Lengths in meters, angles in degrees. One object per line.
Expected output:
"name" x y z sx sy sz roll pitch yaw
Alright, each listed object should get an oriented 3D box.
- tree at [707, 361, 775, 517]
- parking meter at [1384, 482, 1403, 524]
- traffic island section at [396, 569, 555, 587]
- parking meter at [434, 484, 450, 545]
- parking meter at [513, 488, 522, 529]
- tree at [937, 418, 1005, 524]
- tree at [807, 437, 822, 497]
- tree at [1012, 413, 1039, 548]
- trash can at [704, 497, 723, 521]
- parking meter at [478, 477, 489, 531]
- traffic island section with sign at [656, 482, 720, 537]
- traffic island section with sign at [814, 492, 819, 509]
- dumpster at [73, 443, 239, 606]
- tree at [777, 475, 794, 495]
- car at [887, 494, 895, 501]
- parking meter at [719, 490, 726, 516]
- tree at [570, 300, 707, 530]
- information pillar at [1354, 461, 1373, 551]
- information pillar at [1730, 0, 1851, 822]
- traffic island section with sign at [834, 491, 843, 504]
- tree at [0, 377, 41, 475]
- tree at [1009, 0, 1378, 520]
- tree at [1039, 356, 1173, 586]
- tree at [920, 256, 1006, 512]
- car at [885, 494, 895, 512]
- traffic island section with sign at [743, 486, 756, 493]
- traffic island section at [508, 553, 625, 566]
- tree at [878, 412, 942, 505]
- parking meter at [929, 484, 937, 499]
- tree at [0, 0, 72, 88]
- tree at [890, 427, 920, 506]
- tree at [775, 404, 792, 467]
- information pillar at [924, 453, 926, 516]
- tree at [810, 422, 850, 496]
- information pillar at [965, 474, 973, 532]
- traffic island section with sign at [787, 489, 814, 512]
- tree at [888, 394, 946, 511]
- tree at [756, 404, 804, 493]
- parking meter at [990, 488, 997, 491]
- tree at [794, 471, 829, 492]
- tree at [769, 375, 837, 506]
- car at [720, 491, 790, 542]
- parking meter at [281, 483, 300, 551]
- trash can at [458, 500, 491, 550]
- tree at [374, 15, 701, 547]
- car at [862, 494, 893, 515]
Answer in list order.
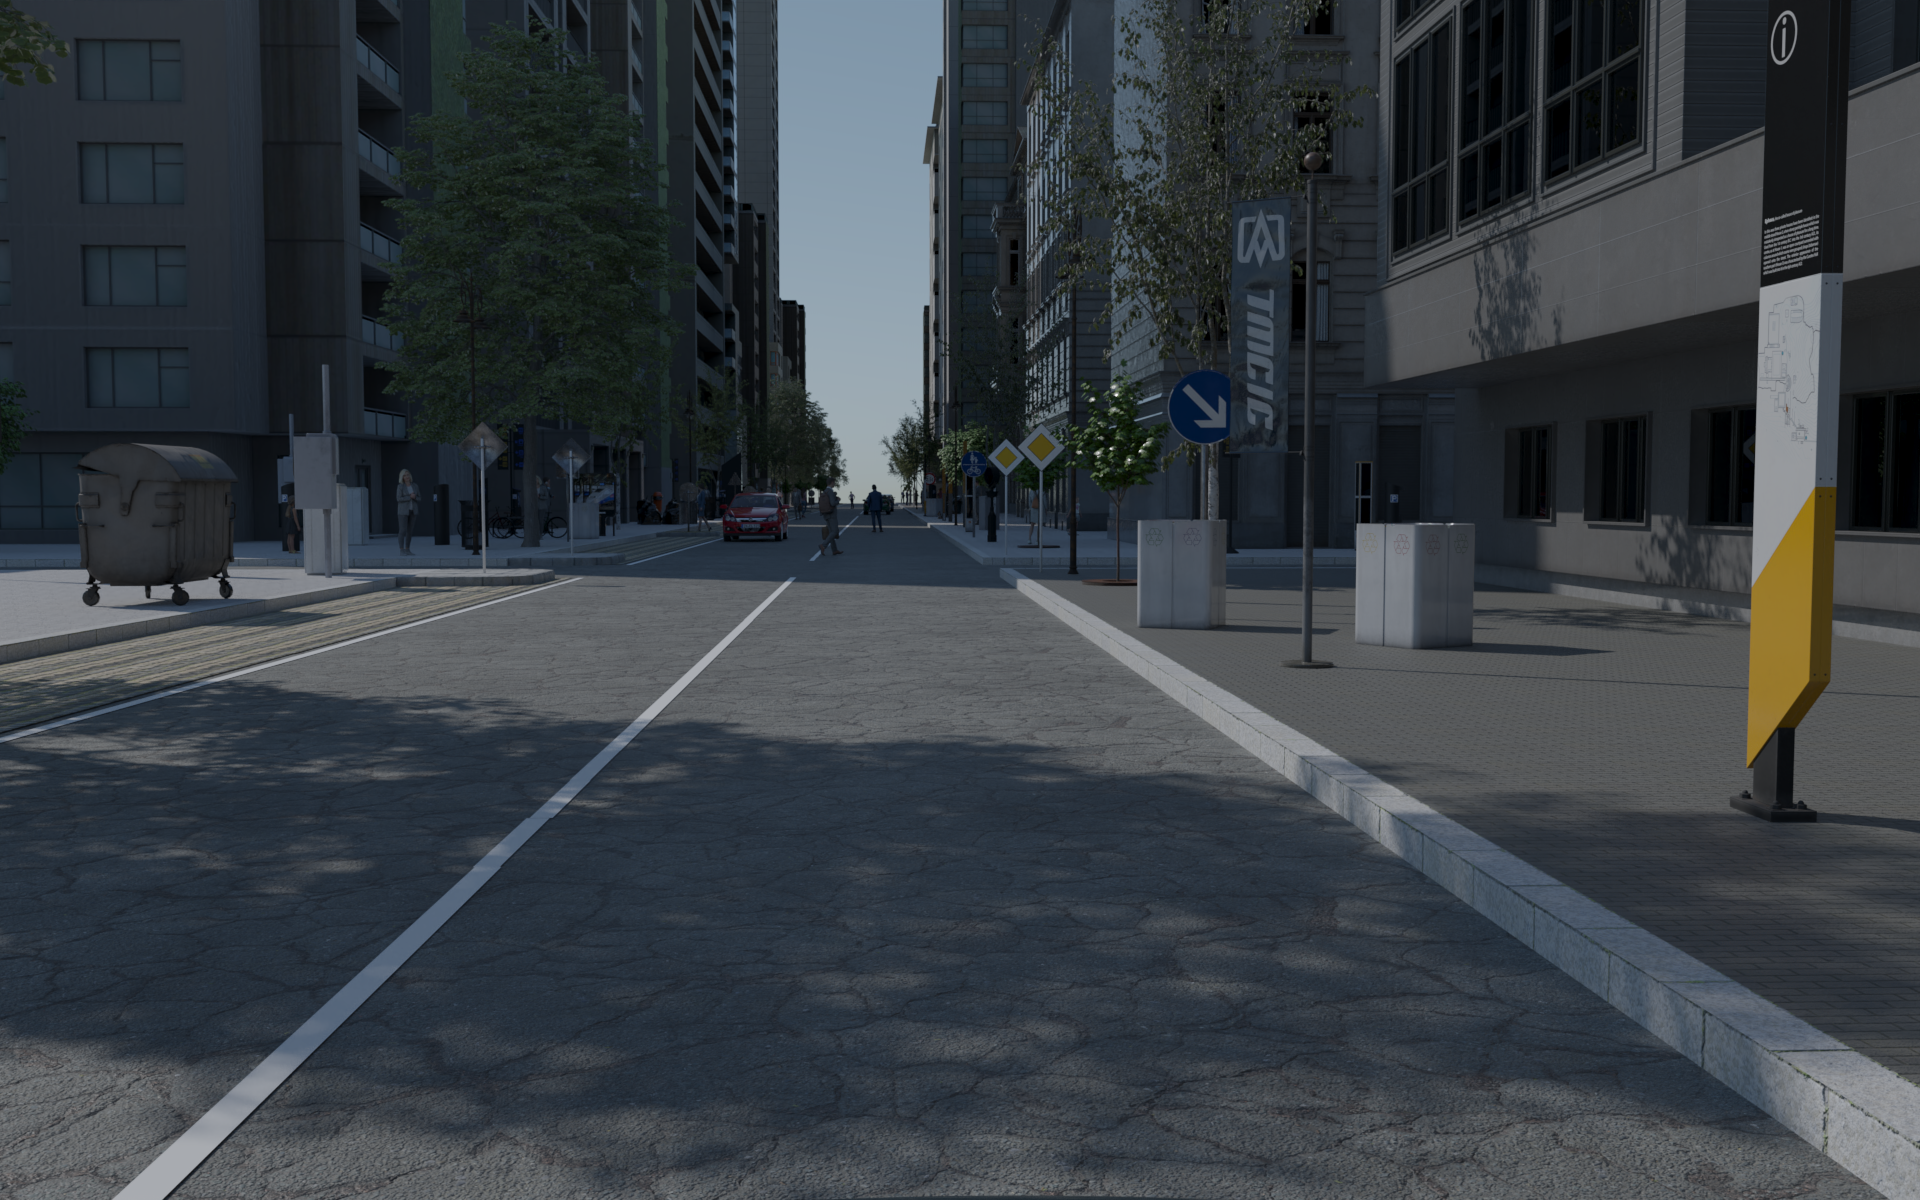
"tree" -13.574 -8.866 95.323 4.737 8.622 4.395 0 3 0
"parking meter" 9.228 -1.742 36.895 0.372 1.533 0.369 0 3 0
"traffic island section" -7.756 -0.357 28.111 2.009 0.180 2.903 0 4 -3
"parking meter" -13.033 -2.149 43.553 0.372 1.533 0.369 0 3 0
"parking meter" -16.177 -3.347 63.141 0.372 1.533 0.369 0 3 0
"tree" 0.637 -5.578 74.922 4.285 4.588 4.351 0 3 0
"tree" -18.744 -16.174 214.808 4.737 8.622 4.395 0 3 0
"tree" 1.811 -2.865 41.442 1.663 3.219 1.824 0 3 0
"trash can" -12.184 -4.434 84.157 0.748 1.137 0.748 0 3 0
"parking meter" -16.760 -3.368 60.777 0.399 1.863 0.255 -1 4 -19
"traffic island section with sign" -9.133 -3.044 58.398 1.989 1.847 2.006 0 4 -3
"traffic island section with sign" -13.857 -9.410 162.475 1.989 1.847 2.006 0 4 -3
"dumpster" -9.488 -0.901 20.493 1.264 1.857 1.865 0 4 -3
"tree" -17.144 -10.805 171.258 1.663 3.219 1.824 0 3 0
"car" -9.301 -12.985 222.093 2.009 1.686 4.222 0 4 -1
"parking meter" -14.210 -5.822 103.601 0.372 1.533 0.369 0 3 0
"tree" -12.066 -6.832 62.073 4.737 8.622 4.395 0 3 0
"information pillar" 9.109 -2.117 39.110 0.304 2.012 0.304 0 4 -7
"information pillar" 3.255 -0.941 6.745 0.183 3.616 0.504 0 4 -2
"traffic island section with sign" -17.619 -14.484 245.435 1.989 1.847 2.006 0 4 -3
"tree" -21.731 -3.291 37.519 4.285 4.588 4.351 0 3 0
"tree" 2.754 -4.276 20.279 4.360 8.622 3.978 0 3 0
"tree" 2.316 -1.823 24.412 1.663 3.219 1.824 0 3 0
"tree" 1.292 -6.379 54.661 4.360 8.622 3.978 0 3 0
"car" -6.321 -7.956 142.076 2.014 1.417 4.499 0 4 -4
"traffic island section with sign" -10.384 -4.726 85.897 1.989 1.847 2.006 0 4 -3
"traffic island section" -8.117 -0.844 36.088 2.009 0.180 2.903 0 4 -3
"tree" -5.282 -16.057 196.935 7.601 10.594 8.767 1 4 21
"parking meter" -1.564 -5.739 99.540 0.399 1.863 0.255 -3 5 -44
"tree" -9.507 -5.699 11.300 7.486 12.596 7.792 0 3 0
"tree" -5.094 -14.184 182.268 4.360 8.622 3.978 0 3 0
"tree" -14.478 -10.650 124.496 4.737 8.622 4.395 0 3 0
"information pillar" -2.017 -6.619 99.570 0.183 3.616 0.504 0 4 -7
"tree" -21.741 -21.509 268.682 9.611 12.733 9.660 0 3 0
"information pillar" 0.323 -3.298 58.413 0.304 2.012 0.304 0 4 -3
"traffic island section with sign" -12.641 -7.763 135.547 1.989 1.847 2.006 0 4 -3
"tree" -2.831 -10.887 128.366 4.737 8.622 4.395 0 3 0
"tree" -14.706 -11.531 138.895 4.360 8.622 3.978 0 3 0
"parking meter" 1.478 -4.266 78.163 0.372 1.533 0.369 0 3 0
"tree" -18.670 -13.663 207.099 4.285 4.588 4.351 0 3 0
"tree" -17.878 -17.046 185.358 9.857 13.997 8.962 0 3 0
"car" -6.311 -2.728 53.636 2.155 1.783 4.494 0 4 -2
"parking meter" -15.020 -1.862 38.850 0.372 1.533 0.369 0 3 0
"trash can" -11.176 -1.727 39.893 0.748 1.137 0.748 0 3 0
"tree" -10.001 -7.564 41.792 7.486 12.596 7.792 0 3 0
"car" -5.797 -6.692 121.205 2.131 1.459 4.920 0 4 -1
